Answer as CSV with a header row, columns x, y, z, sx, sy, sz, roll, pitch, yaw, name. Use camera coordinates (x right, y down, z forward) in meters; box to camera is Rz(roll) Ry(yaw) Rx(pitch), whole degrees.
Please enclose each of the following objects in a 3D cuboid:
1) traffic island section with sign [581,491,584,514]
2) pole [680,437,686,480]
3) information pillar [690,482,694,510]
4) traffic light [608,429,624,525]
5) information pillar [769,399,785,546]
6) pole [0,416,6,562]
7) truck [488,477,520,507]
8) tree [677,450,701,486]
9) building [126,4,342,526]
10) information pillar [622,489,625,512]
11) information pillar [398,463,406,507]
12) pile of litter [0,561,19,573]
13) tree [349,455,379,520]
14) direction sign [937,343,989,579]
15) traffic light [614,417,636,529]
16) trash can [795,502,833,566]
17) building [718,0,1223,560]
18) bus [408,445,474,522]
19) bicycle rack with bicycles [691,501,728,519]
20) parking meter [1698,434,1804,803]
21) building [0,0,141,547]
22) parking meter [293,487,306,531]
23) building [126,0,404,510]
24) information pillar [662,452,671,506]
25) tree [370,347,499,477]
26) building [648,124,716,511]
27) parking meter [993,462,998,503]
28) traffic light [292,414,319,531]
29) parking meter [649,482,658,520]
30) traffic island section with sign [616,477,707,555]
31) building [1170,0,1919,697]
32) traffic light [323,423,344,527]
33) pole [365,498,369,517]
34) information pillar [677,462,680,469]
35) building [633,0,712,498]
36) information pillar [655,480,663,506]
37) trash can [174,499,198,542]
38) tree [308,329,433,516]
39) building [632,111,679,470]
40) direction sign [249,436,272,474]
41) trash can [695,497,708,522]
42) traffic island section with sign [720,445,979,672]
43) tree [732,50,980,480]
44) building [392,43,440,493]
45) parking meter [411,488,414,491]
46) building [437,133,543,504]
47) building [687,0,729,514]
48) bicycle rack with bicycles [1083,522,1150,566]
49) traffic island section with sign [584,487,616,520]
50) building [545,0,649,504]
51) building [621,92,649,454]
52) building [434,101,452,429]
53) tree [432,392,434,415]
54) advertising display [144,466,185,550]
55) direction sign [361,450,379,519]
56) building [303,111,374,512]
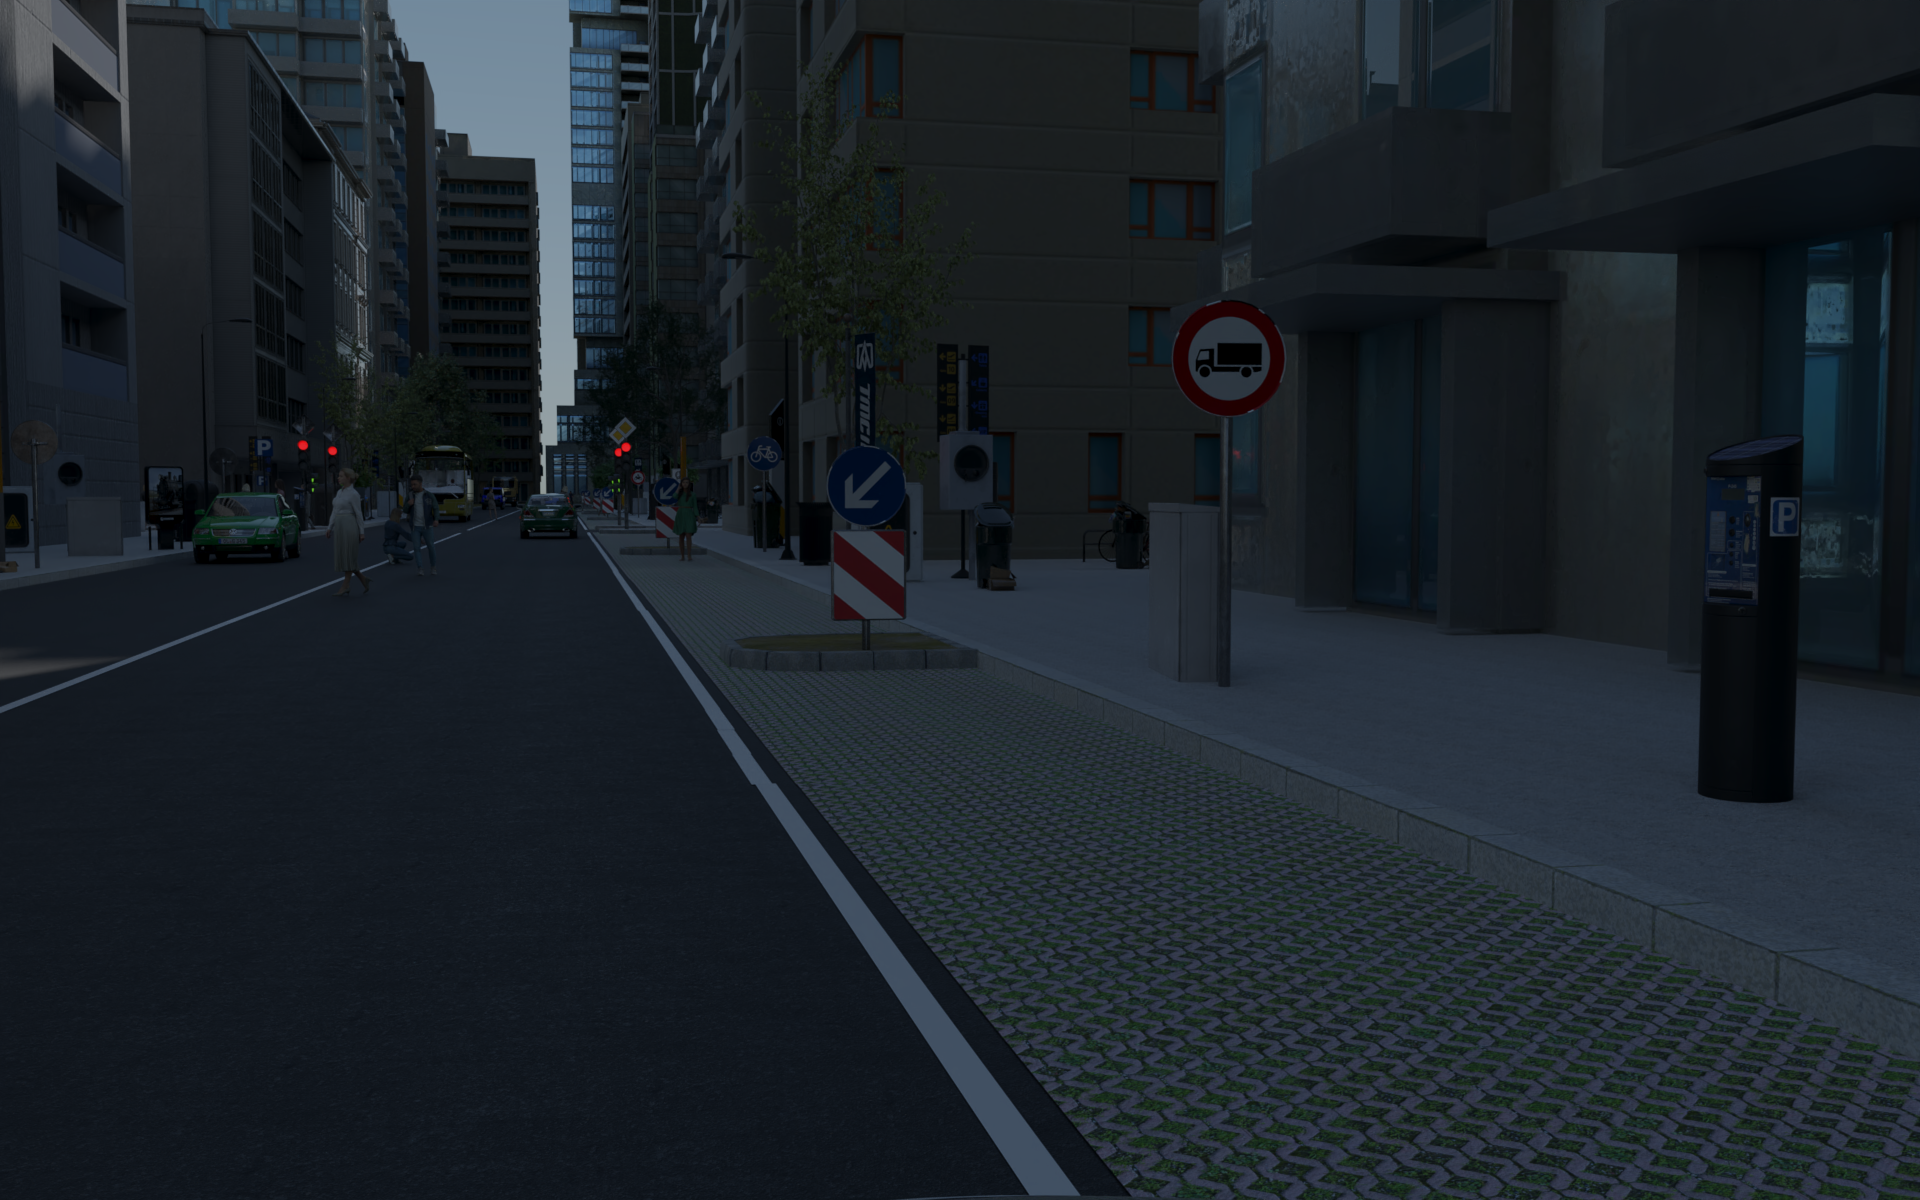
x,y,z,sx,sy,sz,roll,pitch,yaw,name
-25.588,-6.913,121.649,1.989,1.847,2.006,-1,4,-13,traffic island section with sign
-9.833,-4.146,61.626,0.158,3.312,0.155,0,3,0,pole
-16.299,-6.130,104.719,0.304,2.012,0.304,-3,5,-44,information pillar
-13.982,-5.014,70.906,0.839,4.253,0.868,-1,4,-13,traffic light
-4.494,-3.132,42.571,0.183,3.616,0.504,3,4,36,information pillar
-16.854,-2.228,30.265,0.158,3.312,0.155,0,3,0,pole
-51.433,-12.229,195.869,3.469,3.379,9.791,-1,4,-13,truck
-21.100,-8.941,129.899,4.285,4.588,4.351,0,3,0,tree
-39.120,-16.145,83.042,14.314,24.678,30.058,-1,4,-13,building
-23.930,-8.083,123.509,0.183,3.616,0.504,3,4,37,information pillar
-38.985,-7.936,121.109,0.504,3.616,0.183,-2,4,-27,information pillar
-16.210,-0.895,28.596,1.176,0.858,1.719,-2,4,-32,pile of litter
-29.424,-5.494,84.433,1.663,3.219,1.824,0,3,0,tree
0.047,-2.099,26.316,0.876,3.537,0.379,-2,4,-27,direction sign
-12.192,-4.538,63.123,0.839,4.253,0.868,-1,4,-13,traffic light
-2.590,-1.192,31.149,0.748,1.137,0.748,0,3,0,trash can
8.288,-12.518,49.709,27.650,21.520,28.899,-1,4,-13,building
-26.999,-6.071,90.811,2.896,3.916,12.252,-1,4,-14,bus
-13.058,-4.660,89.580,2.925,0.926,2.852,2,4,35,bicycle rack with bicycles
3.339,0.067,7.321,0.372,1.533,0.369,0,3,0,parking meter
-37.499,-30.661,43.299,28.212,58.520,21.231,-1,4,-13,building
-22.784,-3.139,59.736,0.372,1.533,0.369,0,3,0,parking meter
-60.788,-32.576,152.221,23.786,49.044,30.456,-1,4,-13,building
-16.241,-6.391,95.840,0.504,3.616,0.183,1,4,17,information pillar
-40.985,-13.359,135.419,9.611,12.733,9.660,0,3,0,tree
-17.689,-22.517,139.847,14.160,30.474,14.107,-1,4,-13,building
0.565,-1.592,31.743,0.255,1.863,0.399,0,4,3,parking meter
-22.920,-4.387,60.648,0.839,4.253,0.868,-1,4,-13,traffic light
-15.111,-4.872,85.370,0.399,1.863,0.255,-2,4,-24,parking meter
-7.106,-1.998,41.292,1.989,1.847,2.006,-1,4,-13,traffic island section with sign
15.698,-23.998,11.982,23.786,49.044,30.456,-1,4,-13,building
-24.710,-4.863,68.430,0.839,4.253,0.868,-1,4,-13,traffic light
-33.749,-6.400,98.490,0.158,3.312,0.155,0,3,0,pole
-20.590,-8.316,127.322,0.504,3.616,0.183,-3,4,-37,information pillar
-22.118,-44.855,171.636,20.563,71.187,20.611,-1,4,-13,building
-15.595,-5.212,89.707,0.304,2.012,0.304,-2,4,-25,information pillar
-20.924,-2.143,46.684,0.748,1.137,0.748,0,3,0,trash can
-27.268,-7.811,78.065,4.737,8.622,4.395,0,3,0,tree
-28.661,-30.955,189.703,14.154,41.232,14.086,-1,4,-13,building
-27.343,-4.632,67.726,0.876,3.537,0.379,0,4,2,direction sign
-12.160,-4.237,80.936,0.748,1.137,0.748,0,3,0,trash can
-1.032,-0.382,14.876,1.989,1.847,2.006,-1,4,-13,traffic island section with sign
-1.838,-4.821,29.194,4.737,8.622,4.395,0,3,0,tree
-60.525,-32.119,175.261,14.600,45.320,14.200,-1,4,-13,building
-34.787,-6.410,110.509,0.255,1.863,0.399,1,4,13,parking meter
-68.042,-37.397,235.144,21.600,48.544,21.300,-1,4,-13,building
-5.145,-30.063,111.143,23.786,49.044,30.456,-1,4,-13,building
3.746,-1.155,32.260,2.925,0.926,2.852,-2,4,-30,bicycle rack with bicycles
-19.455,-5.283,95.005,1.989,1.847,2.006,-1,4,-13,traffic island section with sign
-41.841,-56.690,239.547,31.000,86.520,22.319,-1,4,-13,building
-29.162,-35.715,207.638,21.300,48.544,21.600,-1,4,-13,building
-73.750,-35.264,196.168,30.456,49.044,23.786,-1,4,-13,building
-33.483,-9.366,103.491,4.737,8.622,4.395,0,3,0,tree
-18.300,-2.119,39.861,0.123,1.923,0.974,2,4,26,advertising display
-30.214,-5.920,88.789,0.876,3.537,0.379,0,3,0,direction sign
-44.882,-19.121,109.886,12.463,27.353,25.104,-1,4,-13,building
